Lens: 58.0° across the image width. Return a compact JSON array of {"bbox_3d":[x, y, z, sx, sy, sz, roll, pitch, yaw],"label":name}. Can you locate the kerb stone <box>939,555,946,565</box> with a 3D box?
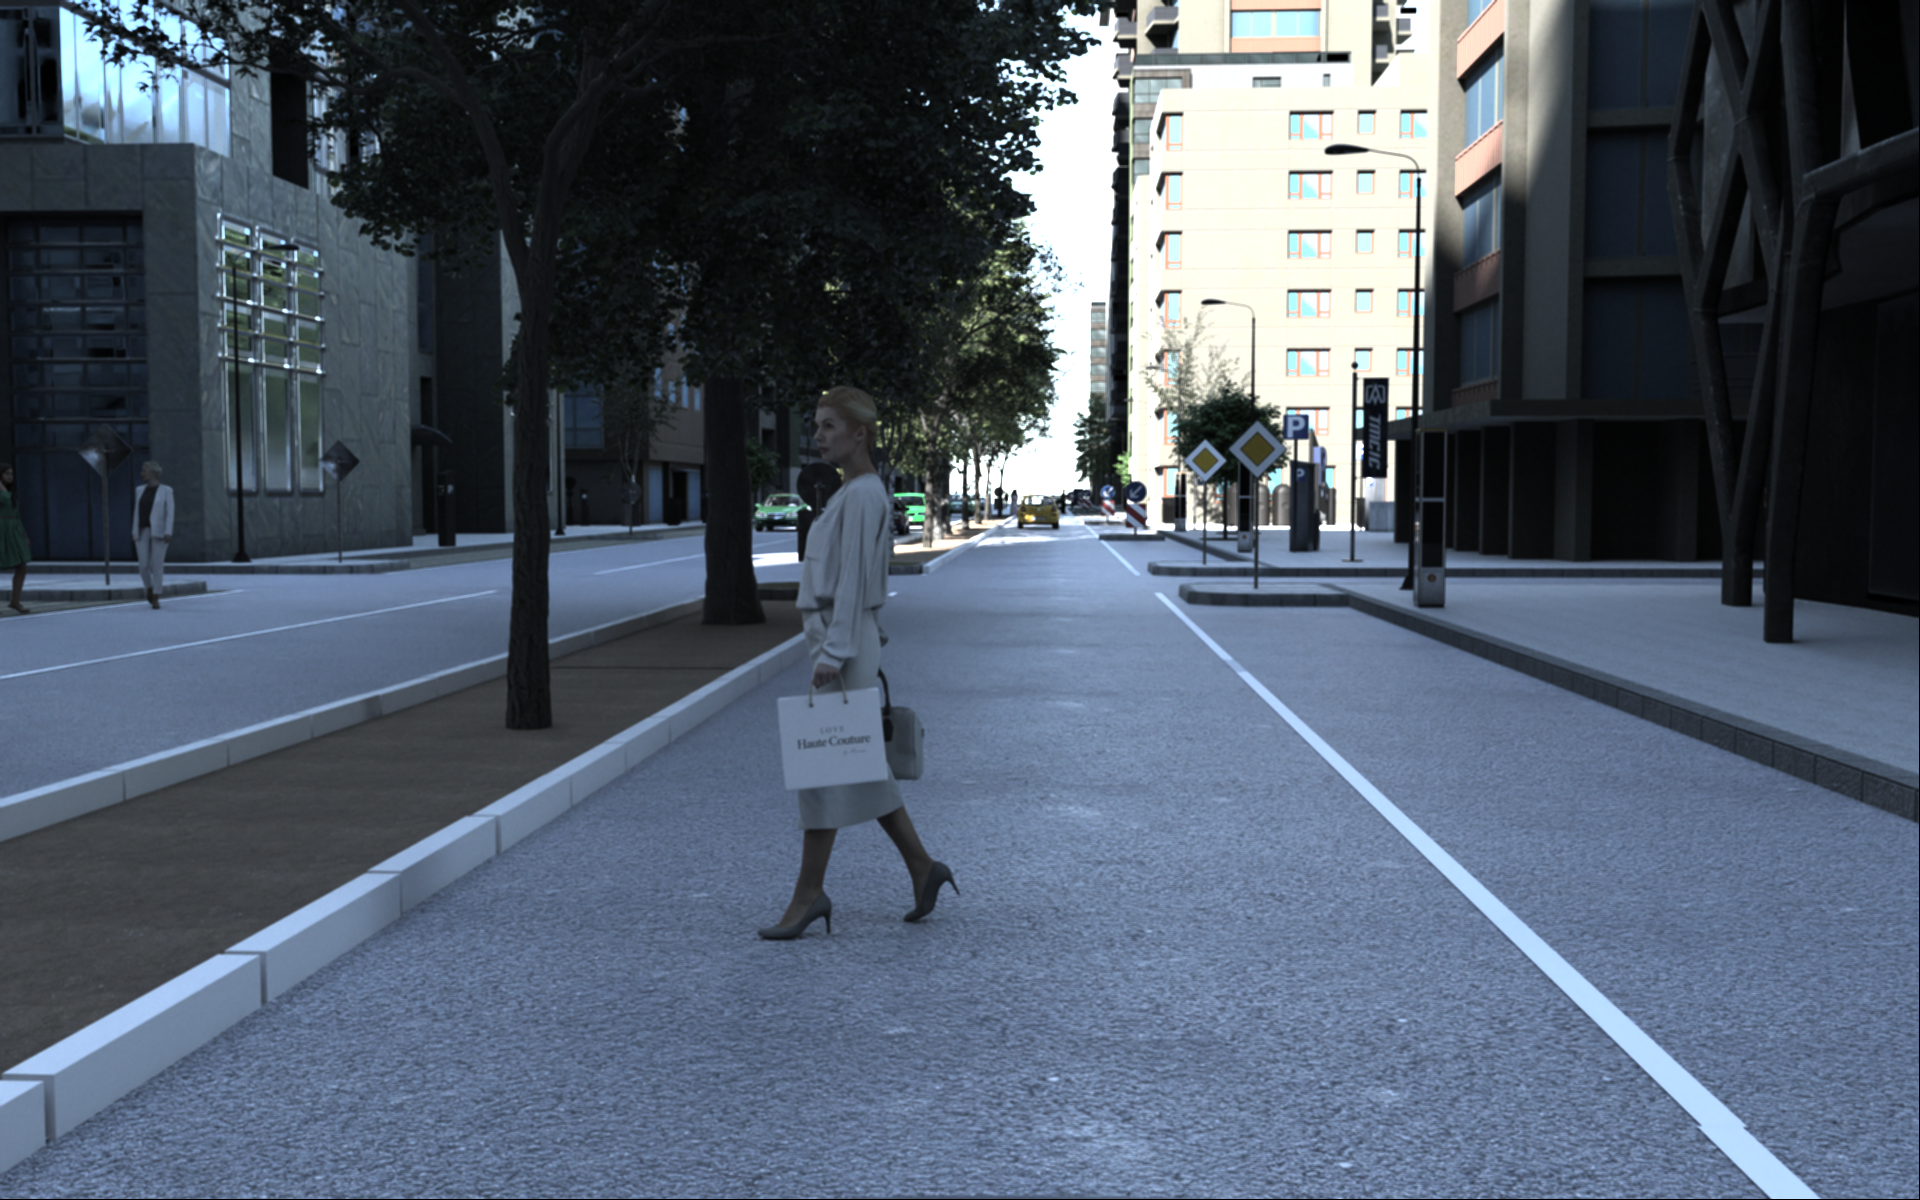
[{"bbox_3d":[-0.429,-0.755,34.543,0.120,0.150,1.000,0,4,3],"label":"kerb stone"}]

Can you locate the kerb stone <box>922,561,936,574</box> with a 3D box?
[{"bbox_3d":[-0.585,-0.565,31.479,0.120,0.150,1.000,0,4,3],"label":"kerb stone"}]

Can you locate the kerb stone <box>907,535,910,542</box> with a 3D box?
[{"bbox_3d":[-1.645,-1.762,51.055,0.120,0.150,1.000,0,4,3],"label":"kerb stone"}]

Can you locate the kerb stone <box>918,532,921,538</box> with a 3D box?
[{"bbox_3d":[-1.418,-2.015,55.148,0.120,0.150,1.000,0,4,3],"label":"kerb stone"}]

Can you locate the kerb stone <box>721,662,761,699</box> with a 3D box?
[{"bbox_3d":[-1.603,0.592,12.538,0.120,0.150,1.000,0,4,3],"label":"kerb stone"}]

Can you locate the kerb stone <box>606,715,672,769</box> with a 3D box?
[{"bbox_3d":[-1.761,0.781,9.467,0.120,0.150,1.000,0,4,3],"label":"kerb stone"}]

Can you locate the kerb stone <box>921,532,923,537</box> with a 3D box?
[{"bbox_3d":[-1.372,-2.077,56.177,0.120,0.150,1.000,0,4,3],"label":"kerb stone"}]

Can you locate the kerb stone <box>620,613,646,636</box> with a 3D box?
[{"bbox_3d":[-3.419,0.273,17.757,0.120,0.150,1.000,0,4,3],"label":"kerb stone"}]

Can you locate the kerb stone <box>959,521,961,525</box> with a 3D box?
[{"bbox_3d":[-0.161,-3.456,78.702,0.120,0.150,1.000,0,4,3],"label":"kerb stone"}]

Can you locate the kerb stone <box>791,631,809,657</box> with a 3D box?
[{"bbox_3d":[-1.428,0.403,15.605,0.120,0.150,1.000,0,4,3],"label":"kerb stone"}]

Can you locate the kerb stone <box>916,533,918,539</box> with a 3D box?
[{"bbox_3d":[-1.485,-1.952,54.117,0.120,0.150,1.000,0,4,3],"label":"kerb stone"}]

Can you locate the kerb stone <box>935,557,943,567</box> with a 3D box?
[{"bbox_3d":[-0.478,-0.693,33.522,0.120,0.150,1.000,0,4,3],"label":"kerb stone"}]

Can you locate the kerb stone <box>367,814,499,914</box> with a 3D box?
[{"bbox_3d":[-1.934,0.967,6.399,0.120,0.150,1.000,0,4,3],"label":"kerb stone"}]

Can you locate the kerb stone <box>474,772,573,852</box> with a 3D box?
[{"bbox_3d":[-1.866,0.904,7.420,0.120,0.150,1.000,0,4,3],"label":"kerb stone"}]

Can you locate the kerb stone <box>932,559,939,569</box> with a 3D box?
[{"bbox_3d":[-0.533,-0.630,32.499,0.120,0.150,1.000,0,4,3],"label":"kerb stone"}]

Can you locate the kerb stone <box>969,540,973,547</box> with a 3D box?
[{"bbox_3d":[0.181,-1.443,45.794,0.120,0.150,1.000,0,4,3],"label":"kerb stone"}]

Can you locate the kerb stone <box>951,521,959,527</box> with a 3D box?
[{"bbox_3d":[-0.226,-3.394,77.682,0.120,0.150,1.000,0,4,3],"label":"kerb stone"}]

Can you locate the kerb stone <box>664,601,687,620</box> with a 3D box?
[{"bbox_3d":[-3.318,0.146,19.803,0.120,0.150,1.000,0,4,3],"label":"kerb stone"}]

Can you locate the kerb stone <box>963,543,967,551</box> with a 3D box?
[{"bbox_3d":[0.021,-1.256,42.728,0.120,0.150,1.000,0,4,3],"label":"kerb stone"}]

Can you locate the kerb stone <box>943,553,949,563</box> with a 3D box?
[{"bbox_3d":[-0.367,-0.815,35.566,0.120,0.150,1.000,0,4,3],"label":"kerb stone"}]

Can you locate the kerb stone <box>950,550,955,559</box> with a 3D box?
[{"bbox_3d":[-0.248,-0.938,37.607,0.120,0.150,1.000,0,4,3],"label":"kerb stone"}]

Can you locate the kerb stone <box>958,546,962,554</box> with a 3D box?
[{"bbox_3d":[-0.095,-1.131,40.684,0.120,0.150,1.000,0,4,3],"label":"kerb stone"}]

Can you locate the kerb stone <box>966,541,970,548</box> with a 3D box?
[{"bbox_3d":[0.119,-1.381,44.770,0.120,0.150,1.000,0,4,3],"label":"kerb stone"}]

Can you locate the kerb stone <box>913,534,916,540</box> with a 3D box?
[{"bbox_3d":[-1.531,-1.890,53.096,0.120,0.150,1.000,0,4,3],"label":"kerb stone"}]

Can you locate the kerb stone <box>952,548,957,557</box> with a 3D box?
[{"bbox_3d":[-0.202,-1.002,38.641,0.120,0.150,1.000,0,4,3],"label":"kerb stone"}]

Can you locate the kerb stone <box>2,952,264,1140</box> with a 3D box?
[{"bbox_3d":[-2.039,1.095,4.340,0.120,0.150,1.000,0,4,3],"label":"kerb stone"}]

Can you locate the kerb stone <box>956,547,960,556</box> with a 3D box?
[{"bbox_3d":[-0.152,-1.068,39.662,0.120,0.150,1.000,0,4,3],"label":"kerb stone"}]

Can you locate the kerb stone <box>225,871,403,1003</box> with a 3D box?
[{"bbox_3d":[-1.982,1.031,5.371,0.120,0.150,1.000,0,4,3],"label":"kerb stone"}]

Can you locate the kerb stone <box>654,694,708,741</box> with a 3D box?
[{"bbox_3d":[-1.702,0.717,10.492,0.120,0.150,1.000,0,4,3],"label":"kerb stone"}]

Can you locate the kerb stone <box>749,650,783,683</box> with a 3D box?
[{"bbox_3d":[-1.543,0.529,13.562,0.120,0.150,1.000,0,4,3],"label":"kerb stone"}]

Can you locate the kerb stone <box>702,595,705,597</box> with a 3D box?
[{"bbox_3d":[-3.204,0.021,21.852,0.120,0.150,1.000,0,4,3],"label":"kerb stone"}]

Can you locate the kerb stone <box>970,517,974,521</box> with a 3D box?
[{"bbox_3d":[0.709,-4.457,95.069,0.120,0.150,1.000,0,4,3],"label":"kerb stone"}]

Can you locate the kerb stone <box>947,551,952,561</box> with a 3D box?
[{"bbox_3d":[-0.310,-0.880,36.586,0.120,0.150,1.000,0,4,3],"label":"kerb stone"}]

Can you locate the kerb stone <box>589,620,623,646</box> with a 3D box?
[{"bbox_3d":[-3.468,0.334,16.731,0.120,0.150,1.000,0,4,3],"label":"kerb stone"}]

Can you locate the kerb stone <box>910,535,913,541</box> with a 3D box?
[{"bbox_3d":[-1.593,-1.827,52.076,0.120,0.150,1.000,0,4,3],"label":"kerb stone"}]

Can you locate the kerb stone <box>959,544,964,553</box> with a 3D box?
[{"bbox_3d":[-0.039,-1.193,41.708,0.120,0.150,1.000,0,4,3],"label":"kerb stone"}]

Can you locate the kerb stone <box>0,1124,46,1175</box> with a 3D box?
[{"bbox_3d":[-2.098,1.161,3.311,0.120,0.150,1.000,0,4,3],"label":"kerb stone"}]

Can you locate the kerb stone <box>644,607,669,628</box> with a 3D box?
[{"bbox_3d":[-3.356,0.209,18.777,0.120,0.150,1.000,0,4,3],"label":"kerb stone"}]

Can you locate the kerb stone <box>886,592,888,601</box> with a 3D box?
[{"bbox_3d":[-1.050,-0.030,22.770,0.120,0.150,1.000,0,4,3],"label":"kerb stone"}]

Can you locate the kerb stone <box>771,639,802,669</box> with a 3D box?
[{"bbox_3d":[-1.483,0.466,14.585,0.120,0.150,1.000,0,4,3],"label":"kerb stone"}]

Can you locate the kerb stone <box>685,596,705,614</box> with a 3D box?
[{"bbox_3d":[-3.262,0.093,20.825,0.120,0.150,1.000,0,4,3],"label":"kerb stone"}]

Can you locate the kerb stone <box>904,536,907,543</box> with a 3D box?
[{"bbox_3d":[-1.695,-1.703,50.034,0.120,0.150,1.000,0,4,3],"label":"kerb stone"}]

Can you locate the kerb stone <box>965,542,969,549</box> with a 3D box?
[{"bbox_3d":[0.068,-1.318,43.749,0.120,0.150,1.000,0,4,3],"label":"kerb stone"}]

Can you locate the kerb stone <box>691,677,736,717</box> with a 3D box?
[{"bbox_3d":[-1.655,0.656,11.513,0.120,0.150,1.000,0,4,3],"label":"kerb stone"}]

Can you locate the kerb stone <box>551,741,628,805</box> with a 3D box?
[{"bbox_3d":[-1.814,0.845,8.446,0.120,0.150,1.000,0,4,3],"label":"kerb stone"}]

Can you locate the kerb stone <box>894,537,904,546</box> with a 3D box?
[{"bbox_3d":[-1.752,-1.640,49.014,0.120,0.150,1.000,0,4,3],"label":"kerb stone"}]
